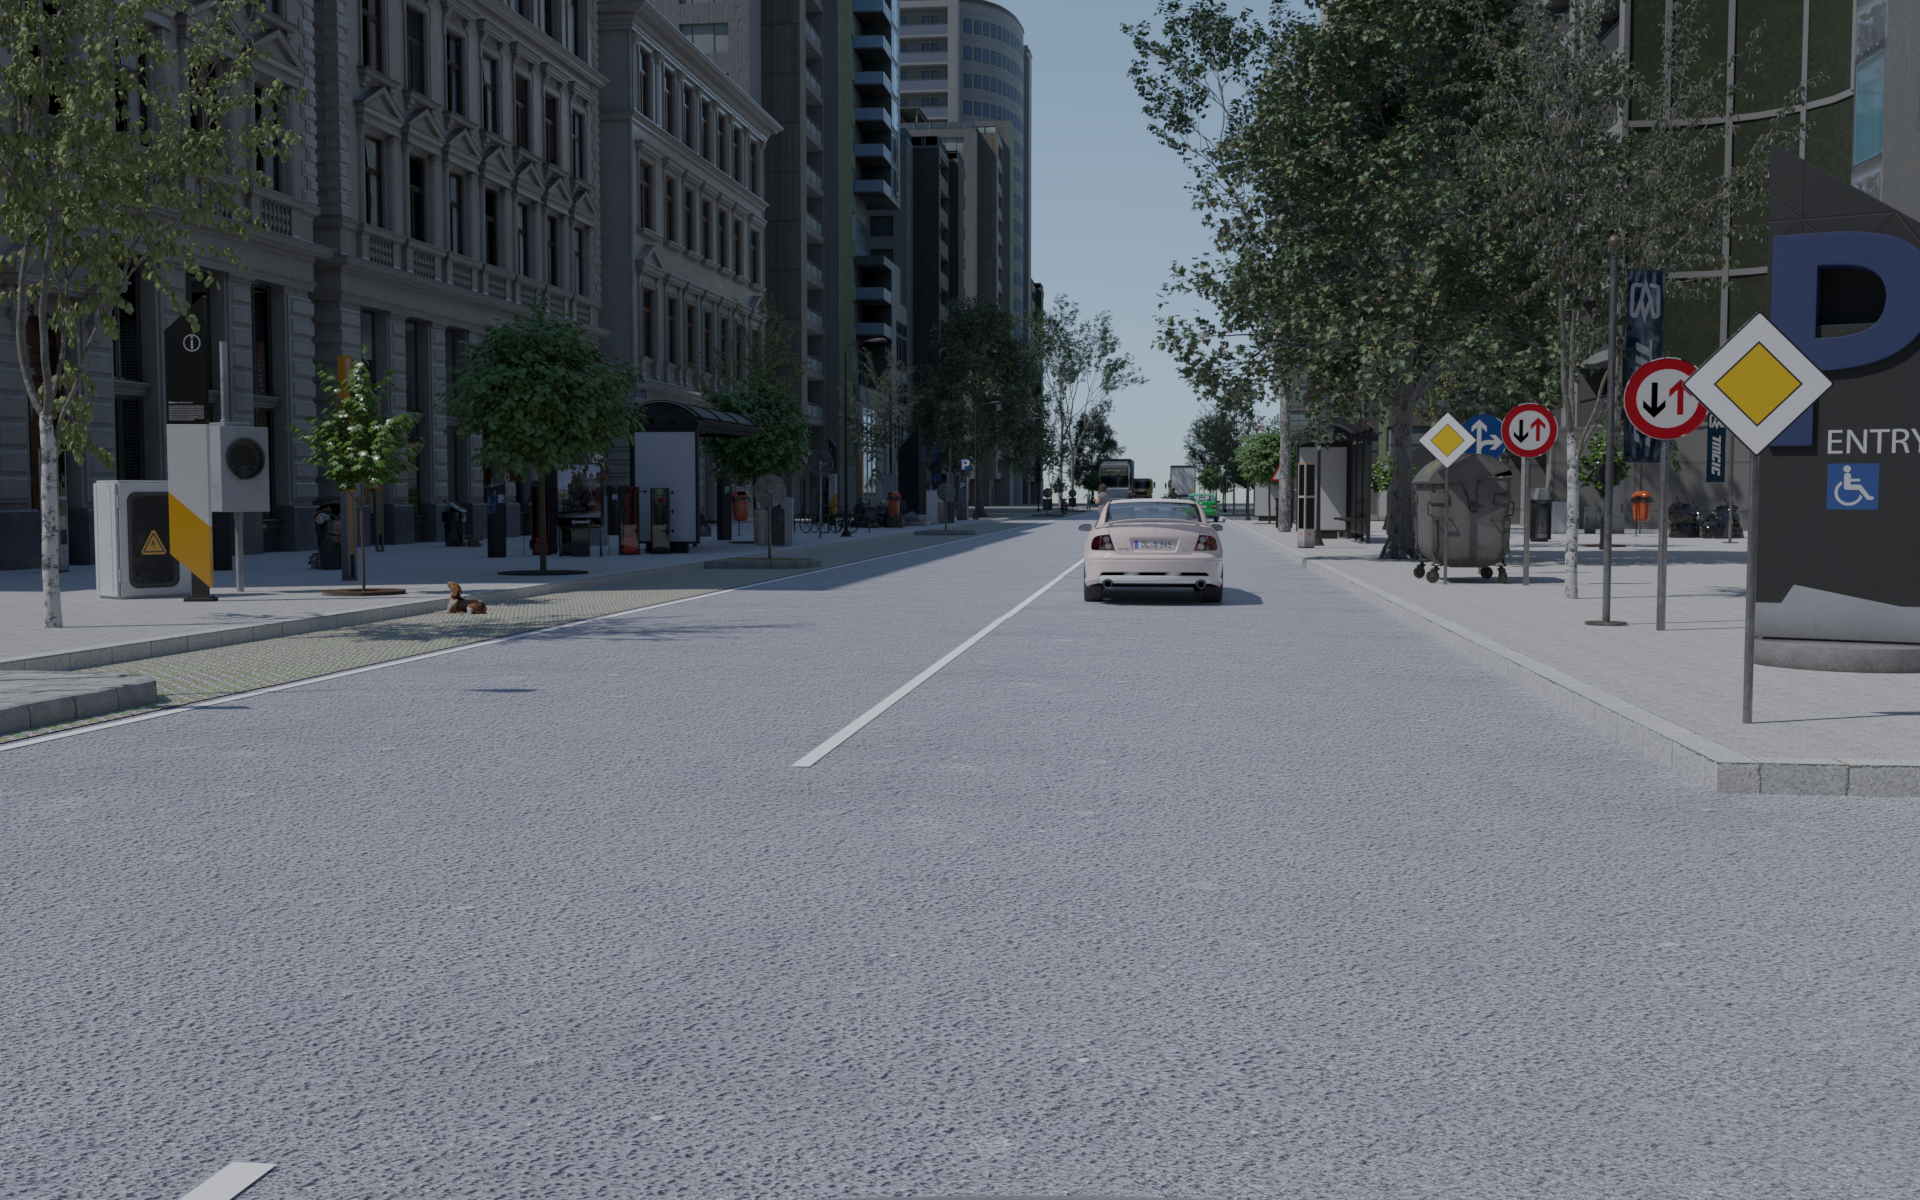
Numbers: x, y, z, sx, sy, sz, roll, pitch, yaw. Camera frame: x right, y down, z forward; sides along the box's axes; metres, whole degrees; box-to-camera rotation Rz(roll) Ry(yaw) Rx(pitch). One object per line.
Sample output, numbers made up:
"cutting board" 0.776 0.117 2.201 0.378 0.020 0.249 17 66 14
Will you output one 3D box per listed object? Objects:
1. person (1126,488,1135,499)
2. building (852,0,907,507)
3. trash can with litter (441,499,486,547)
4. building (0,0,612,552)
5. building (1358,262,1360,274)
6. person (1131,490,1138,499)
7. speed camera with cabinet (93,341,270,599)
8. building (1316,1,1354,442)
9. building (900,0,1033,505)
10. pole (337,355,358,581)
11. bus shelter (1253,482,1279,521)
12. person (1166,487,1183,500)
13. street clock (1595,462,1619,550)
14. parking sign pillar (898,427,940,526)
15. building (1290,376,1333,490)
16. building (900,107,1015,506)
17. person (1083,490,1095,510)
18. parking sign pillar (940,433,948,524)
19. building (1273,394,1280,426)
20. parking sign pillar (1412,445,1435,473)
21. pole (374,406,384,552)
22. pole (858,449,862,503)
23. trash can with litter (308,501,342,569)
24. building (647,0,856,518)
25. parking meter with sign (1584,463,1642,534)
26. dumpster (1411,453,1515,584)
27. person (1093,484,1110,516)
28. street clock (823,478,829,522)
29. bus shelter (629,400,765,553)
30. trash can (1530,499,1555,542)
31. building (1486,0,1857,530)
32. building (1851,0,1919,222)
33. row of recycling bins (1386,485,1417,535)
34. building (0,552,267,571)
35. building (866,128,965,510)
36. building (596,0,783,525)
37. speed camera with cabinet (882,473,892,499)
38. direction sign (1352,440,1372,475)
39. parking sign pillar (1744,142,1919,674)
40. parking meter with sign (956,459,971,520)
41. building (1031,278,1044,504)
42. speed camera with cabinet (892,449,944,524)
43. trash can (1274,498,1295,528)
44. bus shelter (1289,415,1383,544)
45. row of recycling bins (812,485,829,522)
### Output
"person" 9.498 -5.325 96.016 0.568 1.767 0.683 1 4 21
"building" -15.082 -49.189 116.917 22.319 86.520 31.000 0 4 7
"trash can with litter" -12.079 -1.885 42.204 1.055 1.170 0.624 1 4 10
"building" -18.163 -13.532 50.133 11.050 23.489 19.941 0 4 7
"building" 33.232 -20.998 115.010 14.160 30.474 14.107 0 4 7
"person" 11.112 -6.292 112.305 0.756 1.711 0.436 2 4 25
"speed camera with cabinet" -9.815 -1.685 21.892 0.660 3.252 2.038 3 4 37
"building" 42.463 -33.335 134.262 28.713 52.752 27.495 0 4 7
"building" -3.097 -40.669 206.929 21.231 58.520 28.212 0 4 7
"pole" -9.056 -1.942 25.601 0.158 3.312 0.155 0 3 0
"bus shelter" 14.361 -5.225 79.345 2.014 3.302 5.546 0 4 7
"person" 12.618 -5.729 102.179 1.348 1.823 0.705 -1 4 -21
"street clock" 14.775 -2.144 39.625 0.471 2.002 0.358 0 4 -6
"parking sign pillar" -1.942 -4.997 70.173 1.447 3.967 1.447 -3 5 -42
"building" 42.533 -30.855 188.080 14.154 41.232 14.086 0 4 7
"building" -1.815 -30.672 185.077 14.154 41.232 14.086 0 4 7
"person" 11.827 -9.196 158.936 1.350 1.814 0.705 3 4 37
"parking sign pillar" -1.001 -5.347 75.887 1.447 3.967 1.447 0 4 -1
"building" 52.388 -36.986 224.331 23.786 49.044 30.456 0 4 7
"parking sign pillar" 21.679 -5.685 81.422 1.447 3.967 1.447 3 5 40
"pole" -12.881 -2.722 38.348 0.158 3.312 0.155 0 3 0
"pole" -4.511 -5.150 78.048 0.158 3.312 0.155 0 3 0
"trash can with litter" -10.872 -1.114 29.600 0.624 1.170 1.055 -3 5 -42
"building" -13.917 -25.167 95.076 14.154 41.232 14.086 0 4 7
"parking meter with sign" 21.073 -3.645 55.855 1.738 3.016 0.543 1 4 15
"dumpster" 7.392 -1.206 25.482 1.264 1.857 1.865 0 4 7
"person" 4.882 -3.052 58.760 0.716 1.782 0.532 -2 4 -35
"street clock" -5.988 -4.472 77.689 0.358 2.002 0.471 -1 4 -19
"bus shelter" -6.106 -2.814 39.938 2.014 3.302 5.546 0 4 7
"trash can" 15.579 -2.134 46.544 0.748 1.137 0.748 0 3 0
"building" 32.250 -38.299 64.440 20.563 71.187 20.611 0 4 7
"building" 30.427 -24.767 24.545 30.456 49.044 23.786 0 4 7
"row of recycling bins" 14.632 -2.824 53.288 1.069 1.692 3.534 -3 5 -40
"building" -20.484 -12.323 30.364 11.050 23.489 19.941 0 4 7
"building" -7.343 -22.548 140.359 14.160 30.474 14.107 0 4 7
"building" -15.174 -14.330 70.456 11.583 22.565 21.152 0 4 7
"speed camera with cabinet" -2.670 -5.021 76.421 0.660 3.252 2.038 2 4 29
"direction sign" 16.323 -4.808 70.600 0.876 3.537 0.379 1 4 18
"parking sign pillar" 6.713 -1.498 12.965 1.447 3.967 1.447 2 4 32
"parking meter with sign" 0.155 -5.453 85.417 0.543 3.016 1.738 1 4 9
"building" 3.551 -27.944 228.588 14.160 30.474 14.107 0 4 7
"speed camera with cabinet" -1.734 -4.835 73.380 2.038 3.252 0.660 -1 4 -9
"trash can" 11.689 -3.107 62.458 0.748 1.137 0.748 0 3 0
"bus shelter" 10.102 -3.246 47.003 2.014 3.302 5.546 0 4 7
"row of recycling bins" -6.453 -4.525 81.104 1.069 1.692 3.534 0 4 -5
